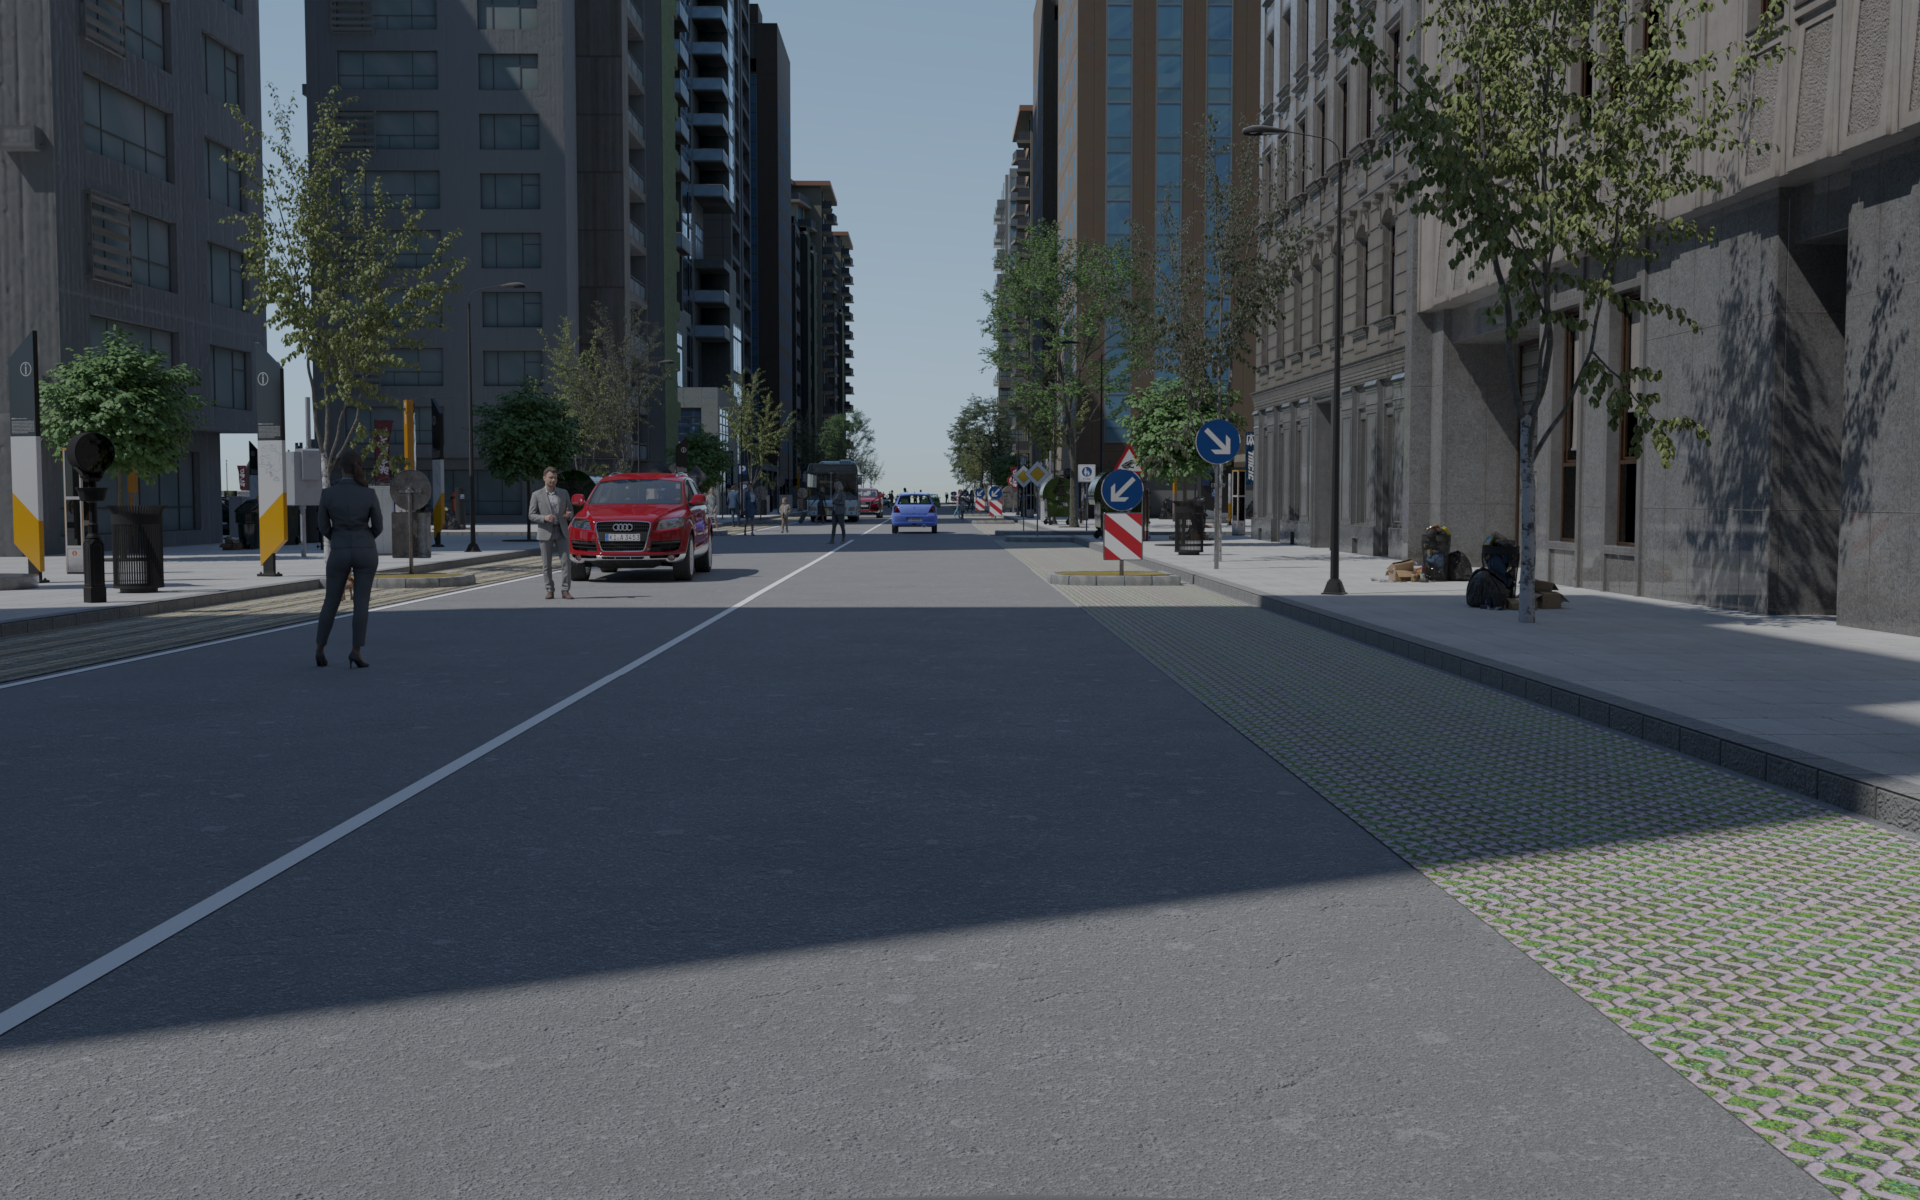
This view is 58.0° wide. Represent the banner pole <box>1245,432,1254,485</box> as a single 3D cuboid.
[{"bbox_3d":[10.358,-4.334,60.877,0.863,3.779,0.401,3,5,43],"label":"banner pole"}]

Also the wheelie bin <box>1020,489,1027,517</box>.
[{"bbox_3d":[3.709,-5.412,96.400,0.693,1.594,0.980,0,4,4],"label":"wheelie bin"}]

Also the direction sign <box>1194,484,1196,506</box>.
[{"bbox_3d":[8.500,-4.317,62.586,0.379,3.537,0.876,-1,4,-13],"label":"direction sign"}]

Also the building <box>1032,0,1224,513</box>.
[{"bbox_3d":[13.434,-30.350,146.325,14.600,45.320,14.200,0,4,-1],"label":"building"}]

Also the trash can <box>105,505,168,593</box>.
[{"bbox_3d":[-10.715,-0.668,22.574,0.748,1.137,0.748,0,3,0],"label":"trash can"}]

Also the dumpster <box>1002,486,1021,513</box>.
[{"bbox_3d":[3.473,-6.813,117.158,1.264,1.857,1.865,0,4,-1],"label":"dumpster"}]

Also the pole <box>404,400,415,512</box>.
[{"bbox_3d":[-11.960,-2.679,37.647,0.158,3.312,0.155,0,3,0],"label":"pole"}]

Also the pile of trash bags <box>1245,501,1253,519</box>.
[{"bbox_3d":[14.658,-4.854,89.113,1.912,1.369,3.447,-2,4,-26],"label":"pile of trash bags"}]

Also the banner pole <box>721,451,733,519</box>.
[{"bbox_3d":[-11.902,-6.007,88.235,0.863,3.779,0.401,1,4,18],"label":"banner pole"}]

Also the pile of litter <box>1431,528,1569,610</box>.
[{"bbox_3d":[6.430,-0.356,19.787,1.719,0.858,1.176,-3,5,-39],"label":"pile of litter"}]

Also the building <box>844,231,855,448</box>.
[{"bbox_3d":[-28.451,-38.214,279.426,22.147,44.769,28.867,0,4,-1],"label":"building"}]

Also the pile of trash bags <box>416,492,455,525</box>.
[{"bbox_3d":[-22.392,-3.828,72.337,3.447,1.369,1.912,-2,4,-34],"label":"pile of trash bags"}]

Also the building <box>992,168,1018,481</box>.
[{"bbox_3d":[16.217,-38.839,254.622,23.786,49.044,30.456,0,4,-1],"label":"building"}]

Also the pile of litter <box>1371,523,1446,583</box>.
[{"bbox_3d":[6.845,-0.713,25.617,1.719,0.858,1.176,-1,4,-10],"label":"pile of litter"}]

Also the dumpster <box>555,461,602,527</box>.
[{"bbox_3d":[-11.141,-2.937,50.509,1.502,2.255,1.985,0,4,-1],"label":"dumpster"}]

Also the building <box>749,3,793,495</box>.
[{"bbox_3d":[-23.342,-31.368,162.979,14.600,45.320,14.200,0,4,-1],"label":"building"}]

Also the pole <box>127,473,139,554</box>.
[{"bbox_3d":[-17.794,-2.655,37.245,0.158,3.312,0.155,0,3,0],"label":"pole"}]

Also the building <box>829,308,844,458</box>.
[{"bbox_3d":[-24.637,-29.766,258.368,14.160,30.474,14.107,0,4,-1],"label":"building"}]

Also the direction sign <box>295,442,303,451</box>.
[{"bbox_3d":[-28.998,-5.142,76.065,0.379,3.537,0.876,-3,5,-41],"label":"direction sign"}]

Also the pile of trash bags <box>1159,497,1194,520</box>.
[{"bbox_3d":[11.644,-4.728,87.049,3.447,1.369,1.912,3,4,36],"label":"pile of trash bags"}]

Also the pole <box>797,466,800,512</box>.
[{"bbox_3d":[-11.808,-8.123,126.659,0.158,3.312,0.155,0,3,0],"label":"pole"}]

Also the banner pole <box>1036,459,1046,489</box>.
[{"bbox_3d":[5.375,-7.581,113.966,0.863,3.779,0.401,0,4,3],"label":"banner pole"}]

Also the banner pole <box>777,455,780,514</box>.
[{"bbox_3d":[-11.518,-7.330,109.860,0.401,3.779,0.863,0,4,2],"label":"banner pole"}]

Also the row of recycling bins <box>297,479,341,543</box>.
[{"bbox_3d":[-16.936,-2.423,46.727,1.069,1.692,3.534,1,4,13],"label":"row of recycling bins"}]

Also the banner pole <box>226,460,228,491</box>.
[{"bbox_3d":[-53.819,-8.389,127.177,0.401,3.779,0.863,-1,4,-23],"label":"banner pole"}]

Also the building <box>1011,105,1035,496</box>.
[{"bbox_3d":[17.001,-32.947,193.306,22.147,44.769,28.867,0,4,-1],"label":"building"}]

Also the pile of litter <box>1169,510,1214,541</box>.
[{"bbox_3d":[6.467,-2.105,48.389,1.176,0.858,1.719,0,4,-6],"label":"pile of litter"}]

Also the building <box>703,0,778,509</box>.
[{"bbox_3d":[-26.032,-43.205,144.661,20.563,71.187,20.611,0,4,-1],"label":"building"}]

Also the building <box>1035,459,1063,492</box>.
[{"bbox_3d":[16.175,-41.782,121.387,20.563,71.187,20.611,0,4,-1],"label":"building"}]

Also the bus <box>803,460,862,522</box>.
[{"bbox_3d":[-6.628,-5.958,92.266,2.948,3.499,13.247,0,4,-3],"label":"bus"}]

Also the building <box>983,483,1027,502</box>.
[{"bbox_3d":[19.889,-36.139,282.751,32.217,40.220,23.993,0,4,-1],"label":"building"}]

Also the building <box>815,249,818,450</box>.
[{"bbox_3d":[-23.335,-25.738,192.517,14.160,30.474,14.107,0,4,-1],"label":"building"}]

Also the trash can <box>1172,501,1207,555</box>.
[{"bbox_3d":[4.820,-1.516,36.435,0.748,1.137,0.748,0,3,0],"label":"trash can"}]

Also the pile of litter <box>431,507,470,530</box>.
[{"bbox_3d":[-18.325,-2.949,62.175,1.719,0.858,1.176,3,4,38],"label":"pile of litter"}]

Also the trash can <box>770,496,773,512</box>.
[{"bbox_3d":[-13.559,-6.792,122.699,0.748,1.137,0.748,0,3,0],"label":"trash can"}]

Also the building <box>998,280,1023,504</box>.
[{"bbox_3d":[12.021,-28.175,232.358,14.160,30.474,14.107,0,4,-1],"label":"building"}]

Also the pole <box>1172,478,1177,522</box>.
[{"bbox_3d":[9.990,-5.298,80.462,0.158,3.312,0.155,0,3,0],"label":"pole"}]

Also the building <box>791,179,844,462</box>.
[{"bbox_3d":[-27.994,-35.533,235.584,22.147,44.769,28.867,0,4,-1],"label":"building"}]

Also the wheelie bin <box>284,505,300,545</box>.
[{"bbox_3d":[-17.048,-2.178,43.521,0.980,1.594,0.693,-2,4,-35],"label":"wheelie bin"}]

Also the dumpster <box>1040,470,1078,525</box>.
[{"bbox_3d":[4.106,-4.234,71.715,1.502,2.255,1.985,0,4,-1],"label":"dumpster"}]

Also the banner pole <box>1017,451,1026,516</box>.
[{"bbox_3d":[3.526,-6.715,99.799,0.863,3.779,0.401,3,5,43],"label":"banner pole"}]

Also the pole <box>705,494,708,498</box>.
[{"bbox_3d":[-14.940,-6.618,102.047,0.158,3.312,0.155,0,3,0],"label":"pole"}]

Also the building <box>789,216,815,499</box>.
[{"bbox_3d":[-22.815,-24.877,178.442,14.160,30.474,14.107,0,4,-1],"label":"building"}]

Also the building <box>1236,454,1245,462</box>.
[{"bbox_3d":[26.689,-25.553,72.409,28.867,44.769,22.147,0,4,-1],"label":"building"}]

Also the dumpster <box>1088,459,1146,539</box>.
[{"bbox_3d":[4.453,-2.847,49.043,1.502,2.255,1.985,0,4,-1],"label":"dumpster"}]

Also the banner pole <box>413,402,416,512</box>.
[{"bbox_3d":[-14.827,-3.491,47.095,0.401,3.779,0.863,-1,4,-22],"label":"banner pole"}]
